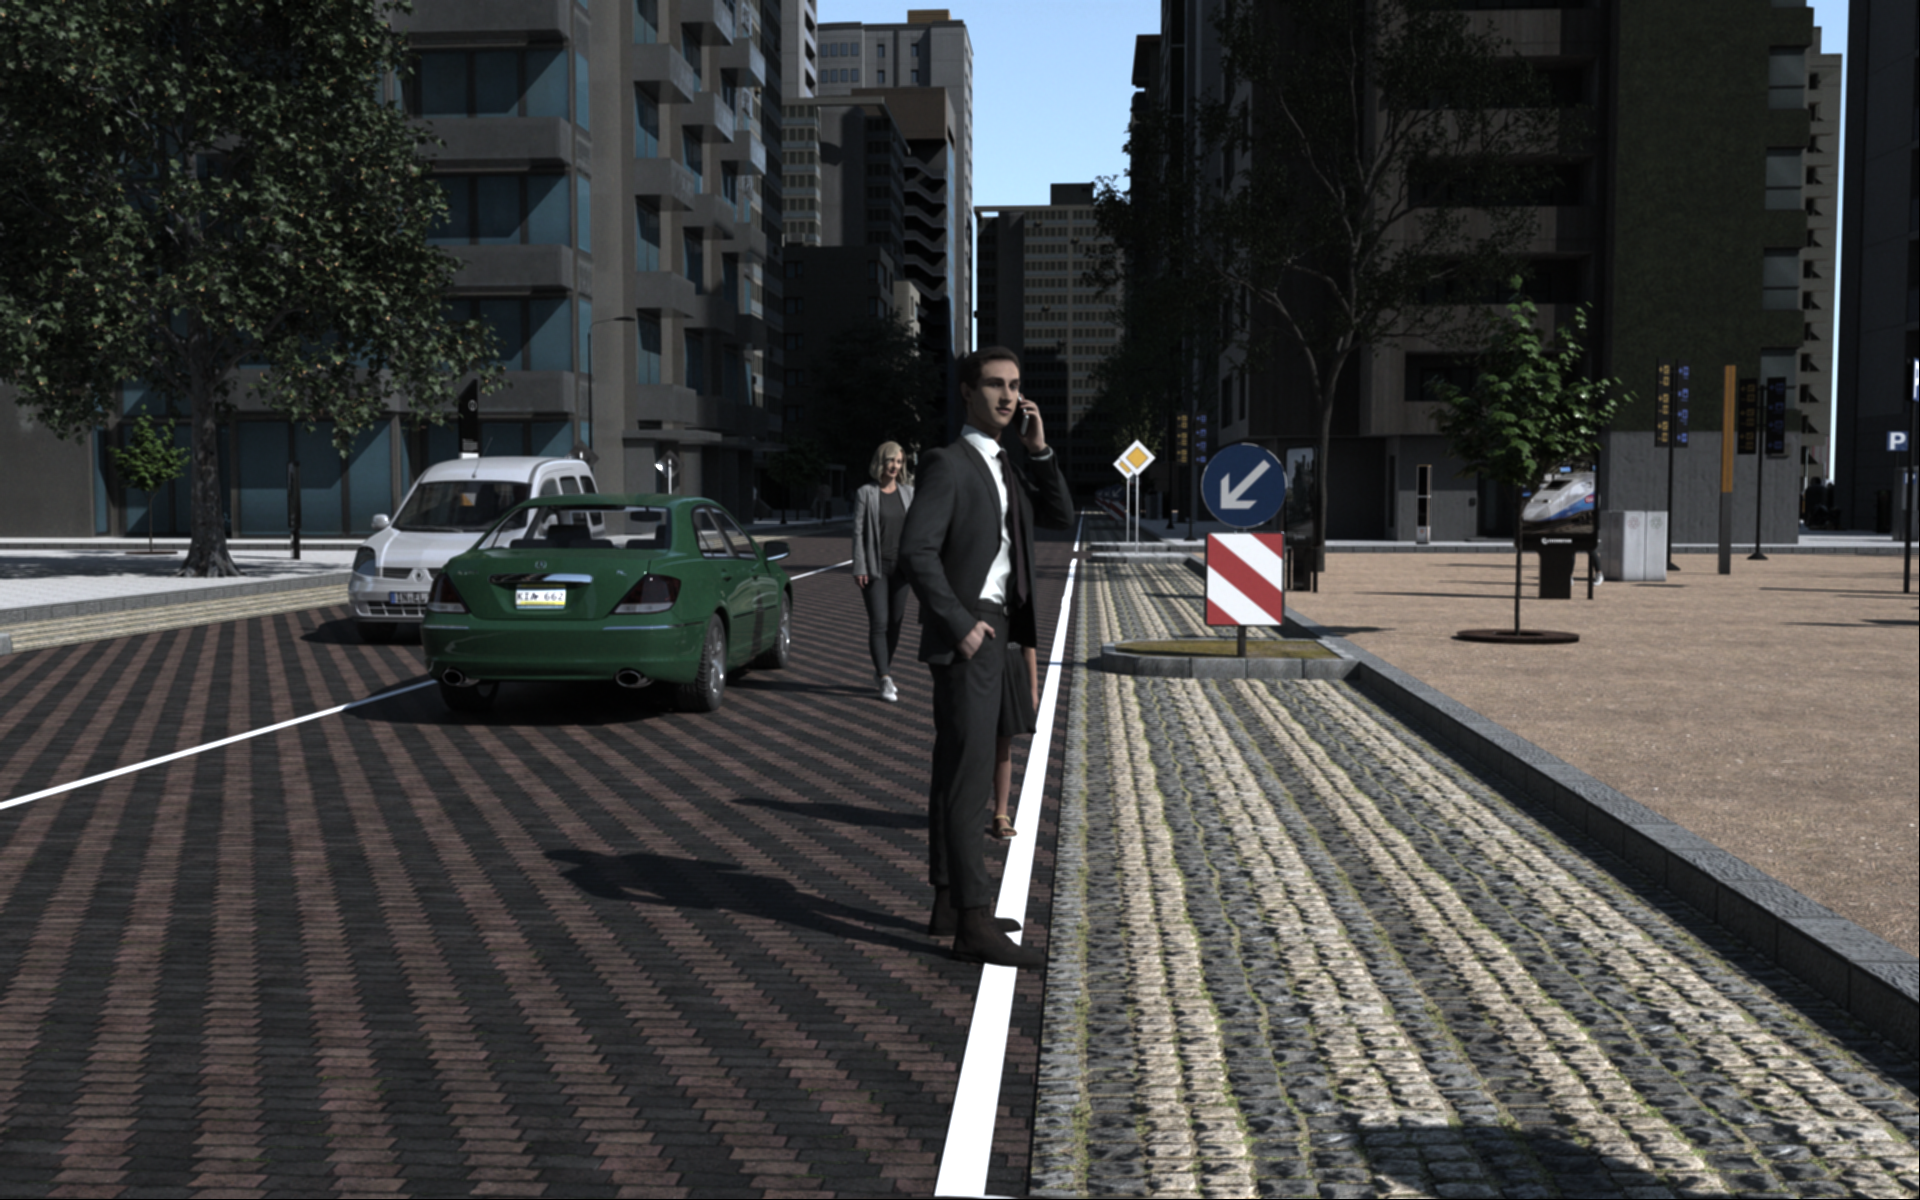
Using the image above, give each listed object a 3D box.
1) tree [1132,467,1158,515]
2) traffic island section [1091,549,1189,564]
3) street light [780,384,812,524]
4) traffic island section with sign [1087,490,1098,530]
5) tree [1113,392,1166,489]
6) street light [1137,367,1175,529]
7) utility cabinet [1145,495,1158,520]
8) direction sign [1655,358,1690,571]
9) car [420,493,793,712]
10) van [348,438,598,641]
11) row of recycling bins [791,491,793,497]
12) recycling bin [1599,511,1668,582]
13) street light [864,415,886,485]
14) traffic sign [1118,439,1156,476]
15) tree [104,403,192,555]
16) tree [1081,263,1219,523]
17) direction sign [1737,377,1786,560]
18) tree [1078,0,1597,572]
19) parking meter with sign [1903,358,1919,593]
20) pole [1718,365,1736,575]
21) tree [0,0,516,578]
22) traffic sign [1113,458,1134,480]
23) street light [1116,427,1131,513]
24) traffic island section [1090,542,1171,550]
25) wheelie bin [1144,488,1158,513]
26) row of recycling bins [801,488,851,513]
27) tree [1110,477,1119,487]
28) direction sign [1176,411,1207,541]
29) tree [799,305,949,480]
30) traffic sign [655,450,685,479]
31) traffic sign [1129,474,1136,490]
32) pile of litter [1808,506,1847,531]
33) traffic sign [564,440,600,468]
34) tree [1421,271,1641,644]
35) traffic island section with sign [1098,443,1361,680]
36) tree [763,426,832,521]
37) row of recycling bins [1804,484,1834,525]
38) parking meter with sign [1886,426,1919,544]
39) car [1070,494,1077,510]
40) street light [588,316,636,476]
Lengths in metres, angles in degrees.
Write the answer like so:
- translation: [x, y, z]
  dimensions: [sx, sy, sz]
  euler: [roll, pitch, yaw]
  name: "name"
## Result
- translation: [11.408, -6.841, 106.459]
  dimensions: [1.663, 3.219, 1.824]
  euler: [0, 3, 0]
  name: "tree"
- translation: [3.783, -0.881, 36.686]
  dimensions: [2.009, 0.180, 2.903]
  euler: [0, 4, 4]
  name: "traffic island section"
- translation: [-6.969, -6.171, 73.439]
  dimensions: [1.470, 5.913, 1.316]
  euler: [0, 4, 4]
  name: "street light"
- translation: [6.169, -3.713, 69.340]
  dimensions: [1.989, 1.847, 2.006]
  euler: [0, 4, 4]
  name: "traffic island section with sign"
- translation: [12.873, -10.717, 125.582]
  dimensions: [4.737, 8.622, 4.395]
  euler: [0, 3, 0]
  name: "tree"
- translation: [7.187, -5.562, 63.487]
  dimensions: [1.470, 5.913, 1.316]
  euler: [0, 4, 4]
  name: "street light"
- translation: [9.674, -4.662, 87.377]
  dimensions: [0.306, 1.237, 1.020]
  euler: [2, 4, 27]
  name: "utility cabinet"
- translation: [11.933, -2.267, 29.067]
  dimensions: [0.876, 3.537, 0.379]
  euler: [-2, 4, -34]
  name: "direction sign"
- translation: [-2.414, -0.065, 12.864]
  dimensions: [2.131, 1.459, 4.920]
  euler: [0, 4, 3]
  name: "car"
- translation: [-4.938, -0.681, 18.138]
  dimensions: [2.013, 2.044, 4.112]
  euler: [0, 4, 3]
  name: "van"
- translation: [-12.552, -6.853, 119.159]
  dimensions: [1.069, 1.692, 3.534]
  euler: [-2, 4, -33]
  name: "row of recycling bins"
- translation: [9.966, -0.801, 25.651]
  dimensions: [0.722, 1.027, 0.722]
  euler: [0, 4, -6]
  name: "recycling bin"
- translation: [-5.012, -7.879, 101.357]
  dimensions: [1.470, 5.913, 1.316]
  euler: [0, 4, 4]
  name: "street light"
- translation: [3.759, -2.105, 36.605]
  dimensions: [0.795, 2.593, 0.064]
  euler: [0, 4, 4]
  name: "traffic sign"
- translation: [-17.434, -2.592, 36.978]
  dimensions: [1.663, 3.219, 1.824]
  euler: [0, 3, 0]
  name: "tree"
- translation: [9.936, -9.243, 76.886]
  dimensions: [9.928, 11.665, 9.643]
  euler: [0, 3, 0]
  name: "tree"
- translation: [15.634, -2.559, 33.841]
  dimensions: [0.876, 3.537, 0.379]
  euler: [3, 5, 45]
  name: "direction sign"
- translation: [5.739, -5.721, 27.945]
  dimensions: [8.767, 10.594, 7.601]
  euler: [1, 4, 20]
  name: "tree"
- translation: [12.932, -1.567, 21.874]
  dimensions: [1.738, 3.016, 0.543]
  euler: [3, 4, 38]
  name: "parking meter with sign"
- translation: [12.214, -2.064, 27.588]
  dimensions: [0.158, 3.312, 0.155]
  euler: [0, 3, 0]
  name: "pole"
- translation: [-11.833, -6.703, 26.605]
  dimensions: [9.611, 12.733, 9.660]
  euler: [0, 3, 0]
  name: "tree"
- translation: [4.338, -2.592, 44.569]
  dimensions: [0.795, 2.593, 0.064]
  euler: [0, 4, 4]
  name: "traffic sign"
- translation: [9.142, -7.270, 91.405]
  dimensions: [1.470, 5.913, 1.316]
  euler: [0, 4, 4]
  name: "street light"
- translation: [4.362, -1.368, 44.650]
  dimensions: [2.009, 0.180, 2.903]
  euler: [0, 4, 4]
  name: "traffic island section"
- translation: [9.778, -4.931, 88.530]
  dimensions: [0.693, 1.594, 0.980]
  euler: [0, 4, -3]
  name: "wheelie bin"
- translation: [-9.013, -6.709, 116.810]
  dimensions: [3.534, 1.692, 1.069]
  euler: [-2, 4, -28]
  name: "row of recycling bins"
- translation: [17.359, -12.284, 195.439]
  dimensions: [1.663, 3.219, 1.824]
  euler: [0, 3, 0]
  name: "tree"
- translation: [6.328, -3.390, 47.427]
  dimensions: [0.876, 3.537, 0.379]
  euler: [-1, 4, -10]
  name: "direction sign"
- translation: [-5.606, -12.820, 116.265]
  dimensions: [9.857, 13.997, 8.962]
  euler: [0, 3, 0]
  name: "tree"
- translation: [-7.623, -2.646, 45.457]
  dimensions: [0.795, 2.593, 0.064]
  euler: [0, 4, 4]
  name: "traffic sign"
- translation: [10.271, -6.271, 102.636]
  dimensions: [0.768, 2.556, 0.104]
  euler: [0, 4, 5]
  name: "traffic sign"
- translation: [30.735, -2.896, 61.322]
  dimensions: [1.176, 0.858, 1.719]
  euler: [1, 4, 14]
  name: "pile of litter"
- translation: [-8.203, -2.159, 37.493]
  dimensions: [0.795, 2.593, 0.064]
  euler: [0, 4, 4]
  name: "traffic sign"
- translation: [4.824, -1.265, 15.281]
  dimensions: [1.663, 3.219, 1.824]
  euler: [0, 3, 0]
  name: "tree"
- translation: [2.161, -0.345, 14.274]
  dimensions: [1.989, 1.847, 2.006]
  euler: [0, 4, 4]
  name: "traffic island section with sign"
- translation: [-7.900, -6.159, 84.420]
  dimensions: [4.285, 4.588, 4.351]
  euler: [0, 3, 0]
  name: "tree"
- translation: [37.187, -4.011, 72.689]
  dimensions: [3.534, 1.692, 1.069]
  euler: [-1, 4, -10]
  name: "row of recycling bins"
- translation: [25.764, -3.116, 47.214]
  dimensions: [0.543, 3.016, 1.738]
  euler: [1, 4, 12]
  name: "parking meter with sign"
- translation: [9.735, -9.055, 159.846]
  dimensions: [2.131, 1.459, 4.920]
  euler: [0, 4, 5]
  name: "car"
- translation: [-9.156, -4.456, 45.391]
  dimensions: [1.470, 5.913, 1.316]
  euler: [0, 4, 4]
  name: "street light"
